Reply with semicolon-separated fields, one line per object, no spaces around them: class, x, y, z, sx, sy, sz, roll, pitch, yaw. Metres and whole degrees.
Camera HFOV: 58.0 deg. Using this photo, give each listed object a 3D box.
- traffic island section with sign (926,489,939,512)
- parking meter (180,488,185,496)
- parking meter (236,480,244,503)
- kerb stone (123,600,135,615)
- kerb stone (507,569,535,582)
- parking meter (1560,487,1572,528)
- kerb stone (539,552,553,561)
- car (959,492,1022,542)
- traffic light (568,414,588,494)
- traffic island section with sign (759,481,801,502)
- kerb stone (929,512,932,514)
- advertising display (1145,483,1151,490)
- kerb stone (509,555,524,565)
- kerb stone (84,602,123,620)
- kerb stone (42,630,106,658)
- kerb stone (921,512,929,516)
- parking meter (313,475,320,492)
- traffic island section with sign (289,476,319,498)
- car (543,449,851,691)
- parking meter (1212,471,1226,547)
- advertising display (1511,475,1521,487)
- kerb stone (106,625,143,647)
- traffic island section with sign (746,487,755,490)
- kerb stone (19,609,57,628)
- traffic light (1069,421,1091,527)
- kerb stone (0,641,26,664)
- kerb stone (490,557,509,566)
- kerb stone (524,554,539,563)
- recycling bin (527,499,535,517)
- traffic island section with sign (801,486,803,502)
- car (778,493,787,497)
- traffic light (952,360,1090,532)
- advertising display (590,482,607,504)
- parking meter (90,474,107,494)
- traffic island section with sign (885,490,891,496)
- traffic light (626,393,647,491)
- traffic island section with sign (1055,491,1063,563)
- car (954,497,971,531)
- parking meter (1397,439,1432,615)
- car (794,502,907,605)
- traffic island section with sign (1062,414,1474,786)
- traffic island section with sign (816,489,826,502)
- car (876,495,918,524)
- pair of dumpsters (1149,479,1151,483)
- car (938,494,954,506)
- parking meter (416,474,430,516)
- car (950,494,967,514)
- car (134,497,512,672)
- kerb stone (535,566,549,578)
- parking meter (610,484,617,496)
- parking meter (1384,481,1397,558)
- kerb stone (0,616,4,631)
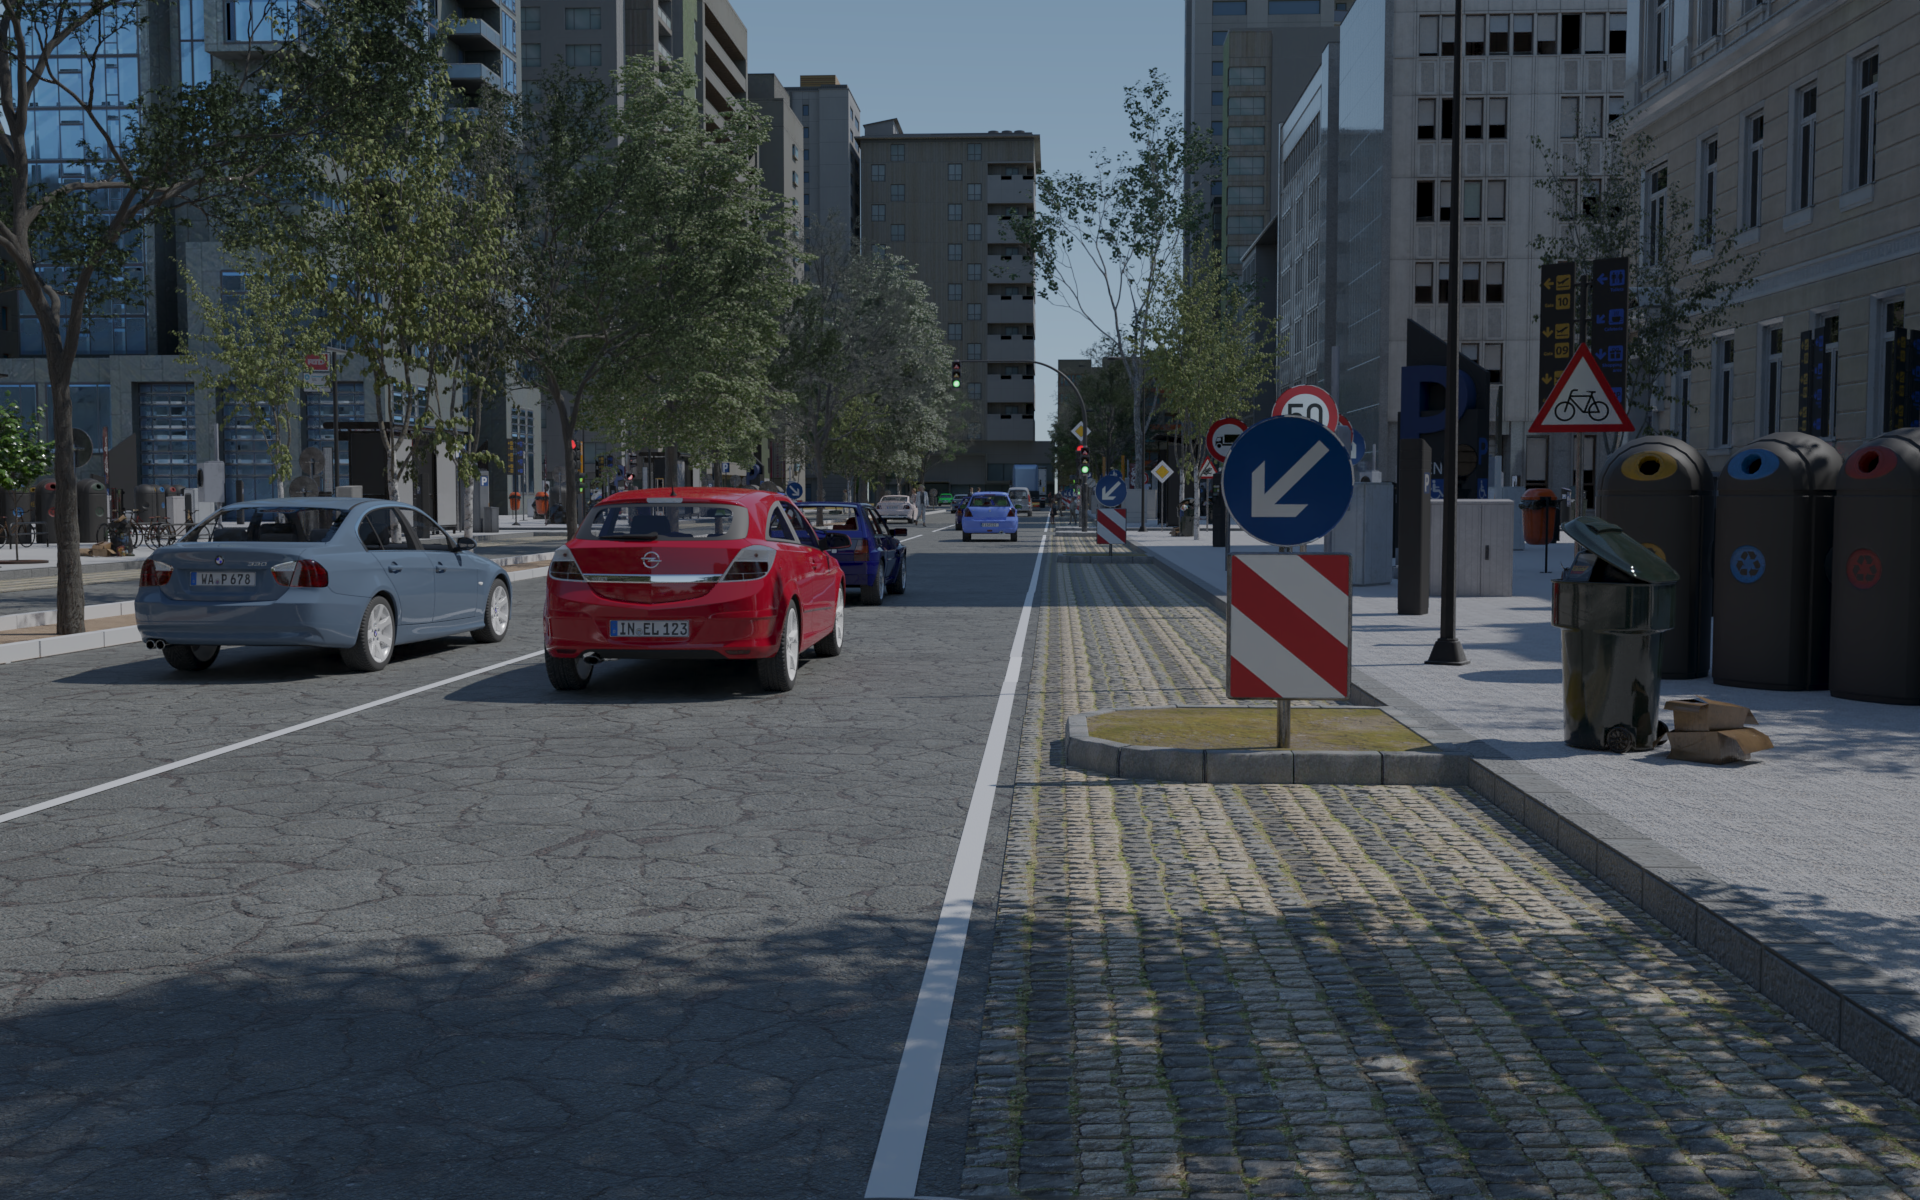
traffic island section with sign;-2.230;-8.193;142.087;2.006;1.907;1.989;0;4;3
parking meter;-30.690;-3.685;68.665;0.372;1.533;0.369;0;3;0
parking meter;-30.300;-4.109;72.901;0.255;1.863;0.399;-1;4;-12
kerb stone;-9.889;0.081;20.866;0.120;0.150;1.000;0;4;3
kerb stone;-7.348;-0.405;28.931;0.120;0.150;1.000;0;4;3
parking meter;22.846;-3.479;65.289;0.372;1.533;0.369;0;3;0
kerb stone;-8.995;-0.919;37.214;0.120;0.150;1.000;0;4;3
car;0.940;-2.672;53.283;1.945;1.707;3.694;0;4;2
traffic light;-13.283;-4.326;59.650;0.839;4.253;0.868;0;4;3
traffic island section with sign;-6.717;-3.151;59.663;2.006;1.907;1.989;0;4;3
kerb stone;-2.238;-6.143;122.673;0.120;0.150;1.000;0;4;3
advertising display;11.140;-5.851;100.885;0.974;1.923;0.123;0;4;2
kerb stone;-9.116;-0.789;35.164;0.120;0.150;1.000;0;4;3
kerb stone;-9.946;0.144;19.846;0.120;0.150;1.000;0;4;3
kerb stone;-8.067;0.401;15.641;0.120;0.150;1.000;0;4;3
kerb stone;-2.411;-5.952;119.607;0.120;0.150;1.000;0;4;3
parking meter;-20.242;-2.967;54.224;0.255;1.863;0.399;1;4;17
traffic island section with sign;-14.231;-1.736;37.008;1.989;1.847;2.006;0;4;3
car;-2.013;-0.309;14.092;2.155;1.783;4.494;0;4;3
parking meter;6.307;-2.212;41.871;0.399;1.863;0.255;-3;5;-40
advertising display;18.468;-3.202;57.563;0.123;1.923;0.974;0;4;7
kerb stone;-8.013;0.338;16.662;0.120;0.150;1.000;0;4;3
traffic island section with sign;-11.230;-5.125;92.415;1.989;1.847;2.006;0;4;3
kerb stone;-10.003;0.207;18.819;0.120;0.150;1.000;0;4;3
traffic light;4.637;-4.757;66.691;0.839;4.253;0.868;0;4;3
kerb stone;-8.125;0.463;14.621;0.120;0.150;1.000;0;4;3
kerb stone;-9.160;-0.728;34.143;0.120;0.150;1.000;0;4;3
kerb stone;-9.052;-0.856;36.186;0.120;0.150;1.000;0;4;3
recycling bin;-23.426;-5.066;95.388;0.722;1.027;0.722;0;4;-6
traffic island section with sign;-6.305;-3.604;67.058;2.006;1.907;1.989;0;4;3
car;-8.696;-4.301;79.912;1.945;1.707;3.694;0;4;1
traffic light;2.110;-5.139;58.689;4.771;5.953;1.251;0;4;3
advertising display;-19.447;-5.355;92.764;0.974;1.923;0.123;3;4;37
parking meter;-24.755;-2.696;49.792;0.399;1.863;0.255;-3;5;-41
traffic island section with sign;-7.014;-9.846;169.604;1.989;1.847;2.006;0;4;3
traffic light;-10.755;-5.681;67.545;4.771;5.953;1.251;0;4;3
traffic island section with sign;3.039;-1.696;36.359;1.989;1.847;2.006;0;4;3
car;0.725;-3.474;69.380;1.945;1.354;3.894;0;4;2
parking meter;4.845;-0.780;18.461;0.255;1.863;0.399;2;4;30
car;-1.744;-0.680;23.698;1.945;1.354;3.894;0;4;5
traffic island section with sign;1.575;-0.050;9.444;1.989;1.847;2.006;0;4;3
traffic island section with sign;-9.680;-6.845;120.537;1.989;1.847;2.006;0;4;3
car;-3.102;-4.469;85.424;2.083;1.381;4.827;0;4;3
pair of dumpsters;11.691;-6.184;103.602;1.574;2.255;4.437;0;4;3
car;-1.646;-12.039;205.636;1.959;1.807;4.718;0;4;2
parking meter;-15.478;-2.703;49.909;0.255;1.863;0.399;-3;5;-41
car;0.261;-7.055;127.352;2.014;1.417;4.499;0;4;3
car;-5.430;-0.202;15.312;2.014;1.417;4.499;0;4;5
kerb stone;-7.295;-0.470;29.956;0.120;0.150;1.000;0;4;3
parking meter;-20.740;-5.996;103.748;0.399;1.863;0.255;0;4;0
parking meter;8.598;-1.615;34.820;0.372;1.533;0.369;0;3;0
kerb stone;-10.051;0.269;17.798;0.120;0.150;1.000;0;4;3
